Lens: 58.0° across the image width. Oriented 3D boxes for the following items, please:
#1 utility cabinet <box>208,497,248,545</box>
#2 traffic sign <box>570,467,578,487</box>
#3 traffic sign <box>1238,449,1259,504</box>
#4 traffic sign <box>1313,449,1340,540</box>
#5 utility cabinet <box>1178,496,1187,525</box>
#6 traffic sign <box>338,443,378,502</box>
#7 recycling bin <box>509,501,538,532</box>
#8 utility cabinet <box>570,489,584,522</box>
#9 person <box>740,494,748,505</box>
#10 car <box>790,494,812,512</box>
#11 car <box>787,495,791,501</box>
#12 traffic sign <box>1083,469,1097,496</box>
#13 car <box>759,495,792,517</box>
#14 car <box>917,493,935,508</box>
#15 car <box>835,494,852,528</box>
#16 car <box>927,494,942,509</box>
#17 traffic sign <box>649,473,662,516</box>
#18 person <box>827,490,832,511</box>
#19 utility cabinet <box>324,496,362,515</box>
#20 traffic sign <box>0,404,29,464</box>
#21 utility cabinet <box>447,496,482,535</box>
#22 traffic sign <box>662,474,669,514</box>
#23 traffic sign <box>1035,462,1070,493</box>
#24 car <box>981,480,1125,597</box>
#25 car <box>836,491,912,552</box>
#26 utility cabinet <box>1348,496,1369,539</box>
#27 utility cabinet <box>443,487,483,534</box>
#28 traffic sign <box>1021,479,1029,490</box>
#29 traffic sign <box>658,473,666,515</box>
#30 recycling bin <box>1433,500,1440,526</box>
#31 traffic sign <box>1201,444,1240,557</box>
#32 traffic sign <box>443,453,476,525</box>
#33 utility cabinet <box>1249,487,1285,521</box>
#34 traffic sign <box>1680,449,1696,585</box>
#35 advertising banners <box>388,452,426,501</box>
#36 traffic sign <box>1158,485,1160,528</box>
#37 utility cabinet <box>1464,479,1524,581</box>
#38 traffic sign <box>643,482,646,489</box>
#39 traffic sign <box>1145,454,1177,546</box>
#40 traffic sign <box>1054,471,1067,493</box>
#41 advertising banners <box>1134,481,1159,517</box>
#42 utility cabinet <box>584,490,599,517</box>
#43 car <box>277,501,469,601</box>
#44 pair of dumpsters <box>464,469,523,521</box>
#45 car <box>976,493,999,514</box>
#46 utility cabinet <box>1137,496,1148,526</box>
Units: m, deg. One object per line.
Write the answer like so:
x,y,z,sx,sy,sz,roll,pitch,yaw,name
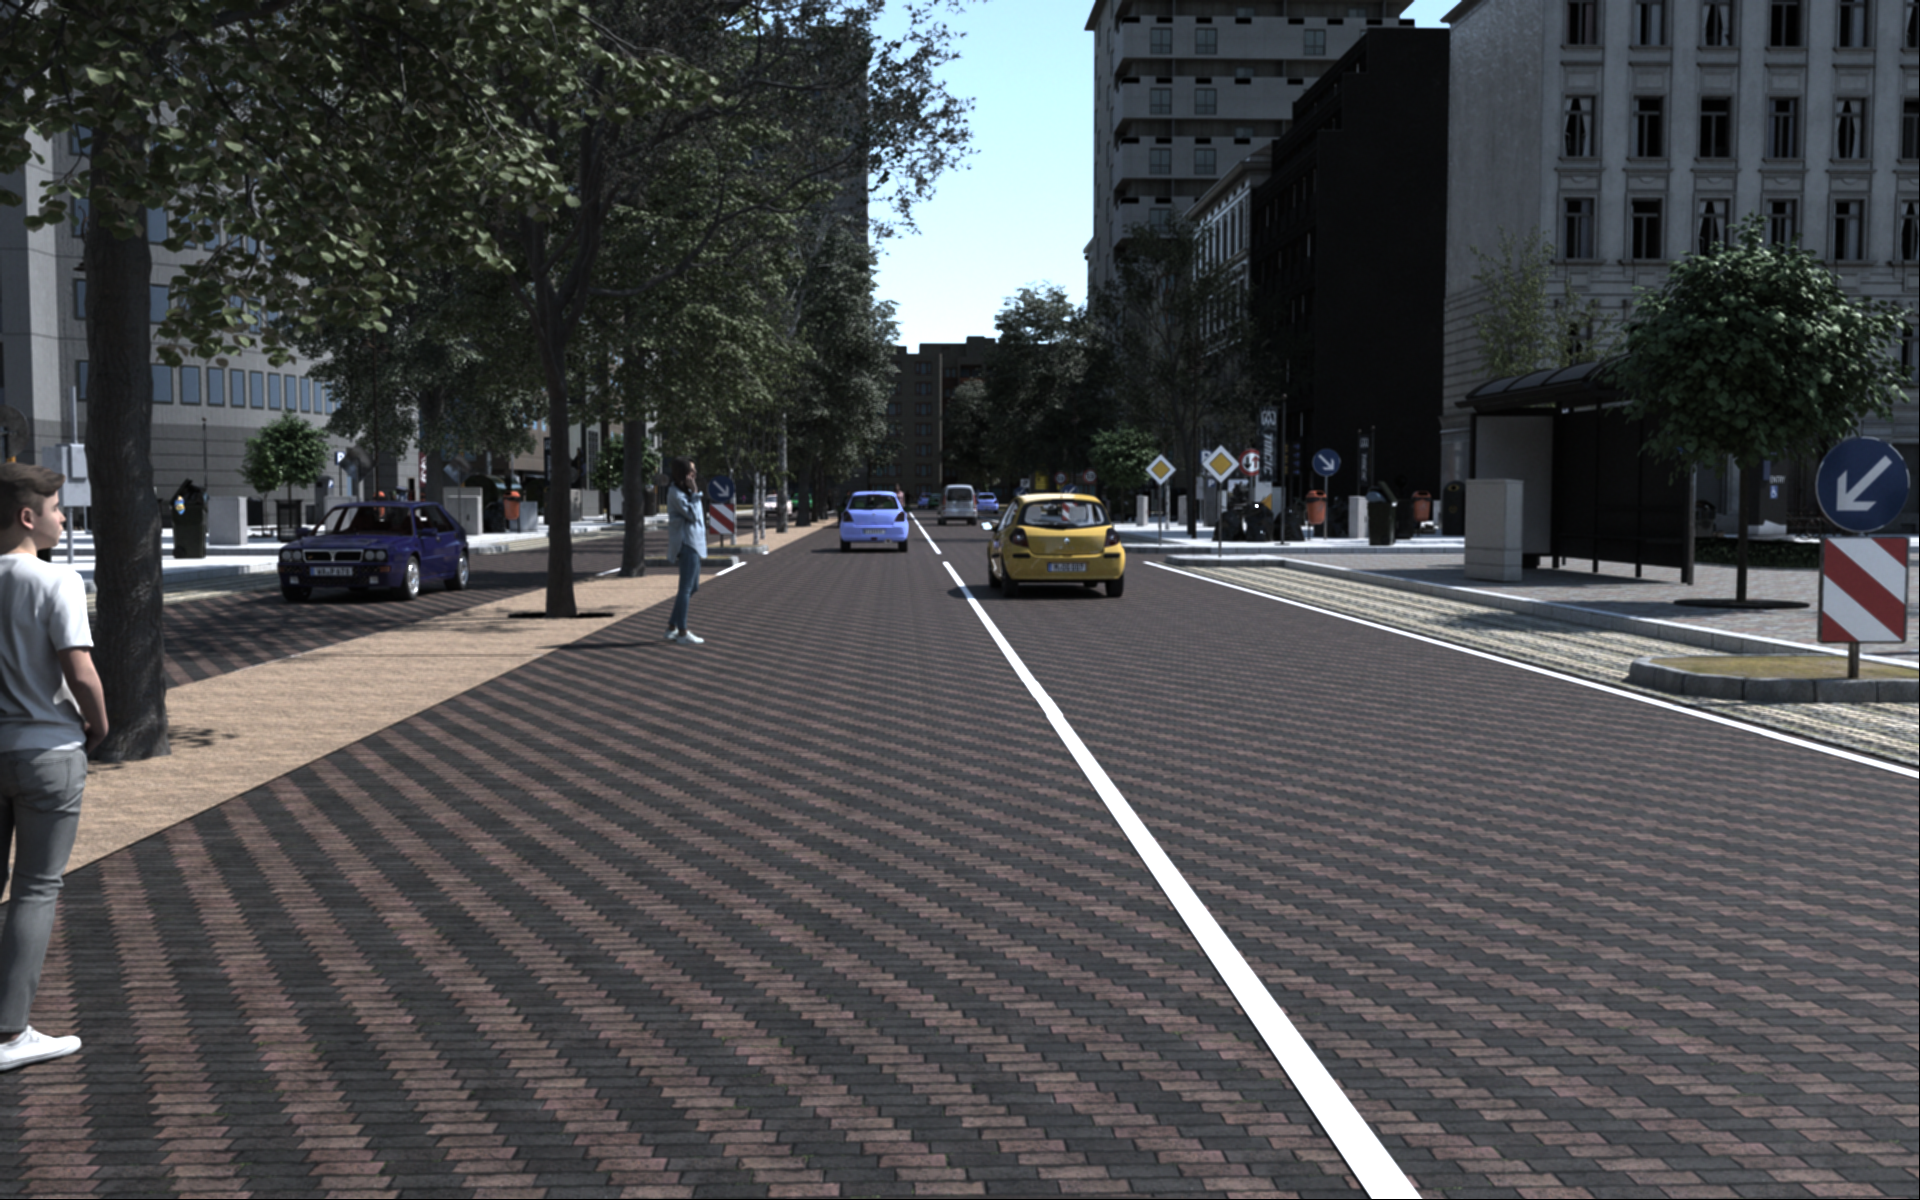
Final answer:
-18.387,-1.978,43.501,1.020,1.237,0.306,1,4,22,utility cabinet
-18.072,-4.904,80.285,0.768,2.556,0.104,0,4,-1,traffic sign
8.190,-2.973,48.708,0.768,2.556,0.104,0,4,6,traffic sign
10.307,-2.978,48.792,0.768,2.556,0.104,0,4,6,traffic sign
9.292,-3.671,71.184,0.306,1.237,1.020,-1,4,-17,utility cabinet
-11.967,-1.884,34.452,0.795,2.450,0.064,0,4,-2,traffic sign
-15.038,-2.881,59.656,0.722,1.027,0.722,-3,5,-44,recycling bin
-17.801,-4.324,79.383,0.318,1.500,1.173,1,4,19,utility cabinet
-24.445,-11.264,195.893,0.991,1.433,0.599,-3,4,-38,person
-12.529,-7.882,137.662,1.959,1.807,4.718,0,4,-2,car
-16.529,-9.147,161.918,2.083,1.381,4.827,0,4,-3,car
6.480,-5.256,86.045,0.768,2.556,0.104,0,4,3,traffic sign
-11.711,-5.995,110.374,2.083,1.381,4.827,0,4,-2,car
-3.458,-10.281,177.683,1.945,1.707,3.694,0,4,-3,car
-4.427,-4.010,75.350,2.009,1.686,4.222,0,4,-3,car
-2.184,-9.693,167.278,1.959,1.807,4.718,0,4,-3,car
-18.008,-6.253,102.339,0.768,2.556,0.104,0,4,3,traffic sign
-11.042,-8.407,146.089,0.705,1.807,1.348,1,4,19,person
-20.037,-2.750,56.125,1.020,1.237,0.306,-2,4,-31,utility cabinet
-13.585,-1.498,24.606,0.768,2.556,0.104,0,4,5,traffic sign
-15.397,-2.608,53.795,1.020,1.237,0.306,1,4,10,utility cabinet
-18.733,-6.684,109.382,0.768,2.556,0.104,0,4,3,traffic sign
5.939,-7.190,111.435,2.265,3.308,0.079,0,4,2,traffic sign
1.350,-0.935,25.513,2.015,1.641,3.980,0,4,-3,car
-2.180,-2.103,43.970,1.945,1.707,3.694,0,4,-3,car
11.553,-2.384,50.139,0.306,1.237,1.020,2,4,31,utility cabinet
-15.846,-2.847,55.220,1.173,1.500,0.318,-1,4,-9,utility cabinet
4.365,-6.978,116.217,0.606,2.300,0.079,0,4,4,traffic sign
-18.510,-6.525,106.784,0.768,2.556,0.104,0,4,7,traffic sign
19.621,-3.515,70.022,0.722,1.027,0.722,-1,4,-16,recycling bin
5.267,-1.921,35.057,0.795,2.450,0.064,0,4,-2,traffic sign
-12.257,-2.372,42.432,0.795,2.450,0.064,0,4,-2,traffic sign
9.505,-2.752,53.679,1.173,1.500,0.318,-2,4,-27,utility cabinet
10.282,-1.480,24.303,0.768,2.556,0.104,0,4,1,traffic sign
-22.528,-4.569,70.883,0.090,3.025,2.074,2,4,32,advertising banners
7.538,-3.935,65.528,0.795,2.450,0.064,0,4,-1,traffic sign
7.885,-1.034,25.579,0.318,1.500,1.173,-1,4,-11,utility cabinet
-18.226,-6.138,94.225,2.265,3.308,0.079,0,4,0,traffic sign
4.976,-2.409,43.037,0.795,2.450,0.064,0,4,-2,traffic sign
5.649,-5.944,97.296,0.768,2.556,0.104,0,4,-1,traffic sign
10.337,-6.105,95.997,2.074,3.025,0.090,-1,4,-20,advertising banners
-20.845,-5.403,97.021,1.173,1.500,0.318,-2,4,-24,utility cabinet
-8.214,-0.727,24.470,1.945,1.354,3.894,0,4,-1,car
-17.507,-3.798,64.593,1.574,2.255,4.437,0,4,-2,pair of dumpsters
1.834,-6.958,123.346,1.945,1.707,3.694,0,4,-1,car
7.297,-3.551,69.220,0.306,1.237,1.020,1,4,16,utility cabinet
